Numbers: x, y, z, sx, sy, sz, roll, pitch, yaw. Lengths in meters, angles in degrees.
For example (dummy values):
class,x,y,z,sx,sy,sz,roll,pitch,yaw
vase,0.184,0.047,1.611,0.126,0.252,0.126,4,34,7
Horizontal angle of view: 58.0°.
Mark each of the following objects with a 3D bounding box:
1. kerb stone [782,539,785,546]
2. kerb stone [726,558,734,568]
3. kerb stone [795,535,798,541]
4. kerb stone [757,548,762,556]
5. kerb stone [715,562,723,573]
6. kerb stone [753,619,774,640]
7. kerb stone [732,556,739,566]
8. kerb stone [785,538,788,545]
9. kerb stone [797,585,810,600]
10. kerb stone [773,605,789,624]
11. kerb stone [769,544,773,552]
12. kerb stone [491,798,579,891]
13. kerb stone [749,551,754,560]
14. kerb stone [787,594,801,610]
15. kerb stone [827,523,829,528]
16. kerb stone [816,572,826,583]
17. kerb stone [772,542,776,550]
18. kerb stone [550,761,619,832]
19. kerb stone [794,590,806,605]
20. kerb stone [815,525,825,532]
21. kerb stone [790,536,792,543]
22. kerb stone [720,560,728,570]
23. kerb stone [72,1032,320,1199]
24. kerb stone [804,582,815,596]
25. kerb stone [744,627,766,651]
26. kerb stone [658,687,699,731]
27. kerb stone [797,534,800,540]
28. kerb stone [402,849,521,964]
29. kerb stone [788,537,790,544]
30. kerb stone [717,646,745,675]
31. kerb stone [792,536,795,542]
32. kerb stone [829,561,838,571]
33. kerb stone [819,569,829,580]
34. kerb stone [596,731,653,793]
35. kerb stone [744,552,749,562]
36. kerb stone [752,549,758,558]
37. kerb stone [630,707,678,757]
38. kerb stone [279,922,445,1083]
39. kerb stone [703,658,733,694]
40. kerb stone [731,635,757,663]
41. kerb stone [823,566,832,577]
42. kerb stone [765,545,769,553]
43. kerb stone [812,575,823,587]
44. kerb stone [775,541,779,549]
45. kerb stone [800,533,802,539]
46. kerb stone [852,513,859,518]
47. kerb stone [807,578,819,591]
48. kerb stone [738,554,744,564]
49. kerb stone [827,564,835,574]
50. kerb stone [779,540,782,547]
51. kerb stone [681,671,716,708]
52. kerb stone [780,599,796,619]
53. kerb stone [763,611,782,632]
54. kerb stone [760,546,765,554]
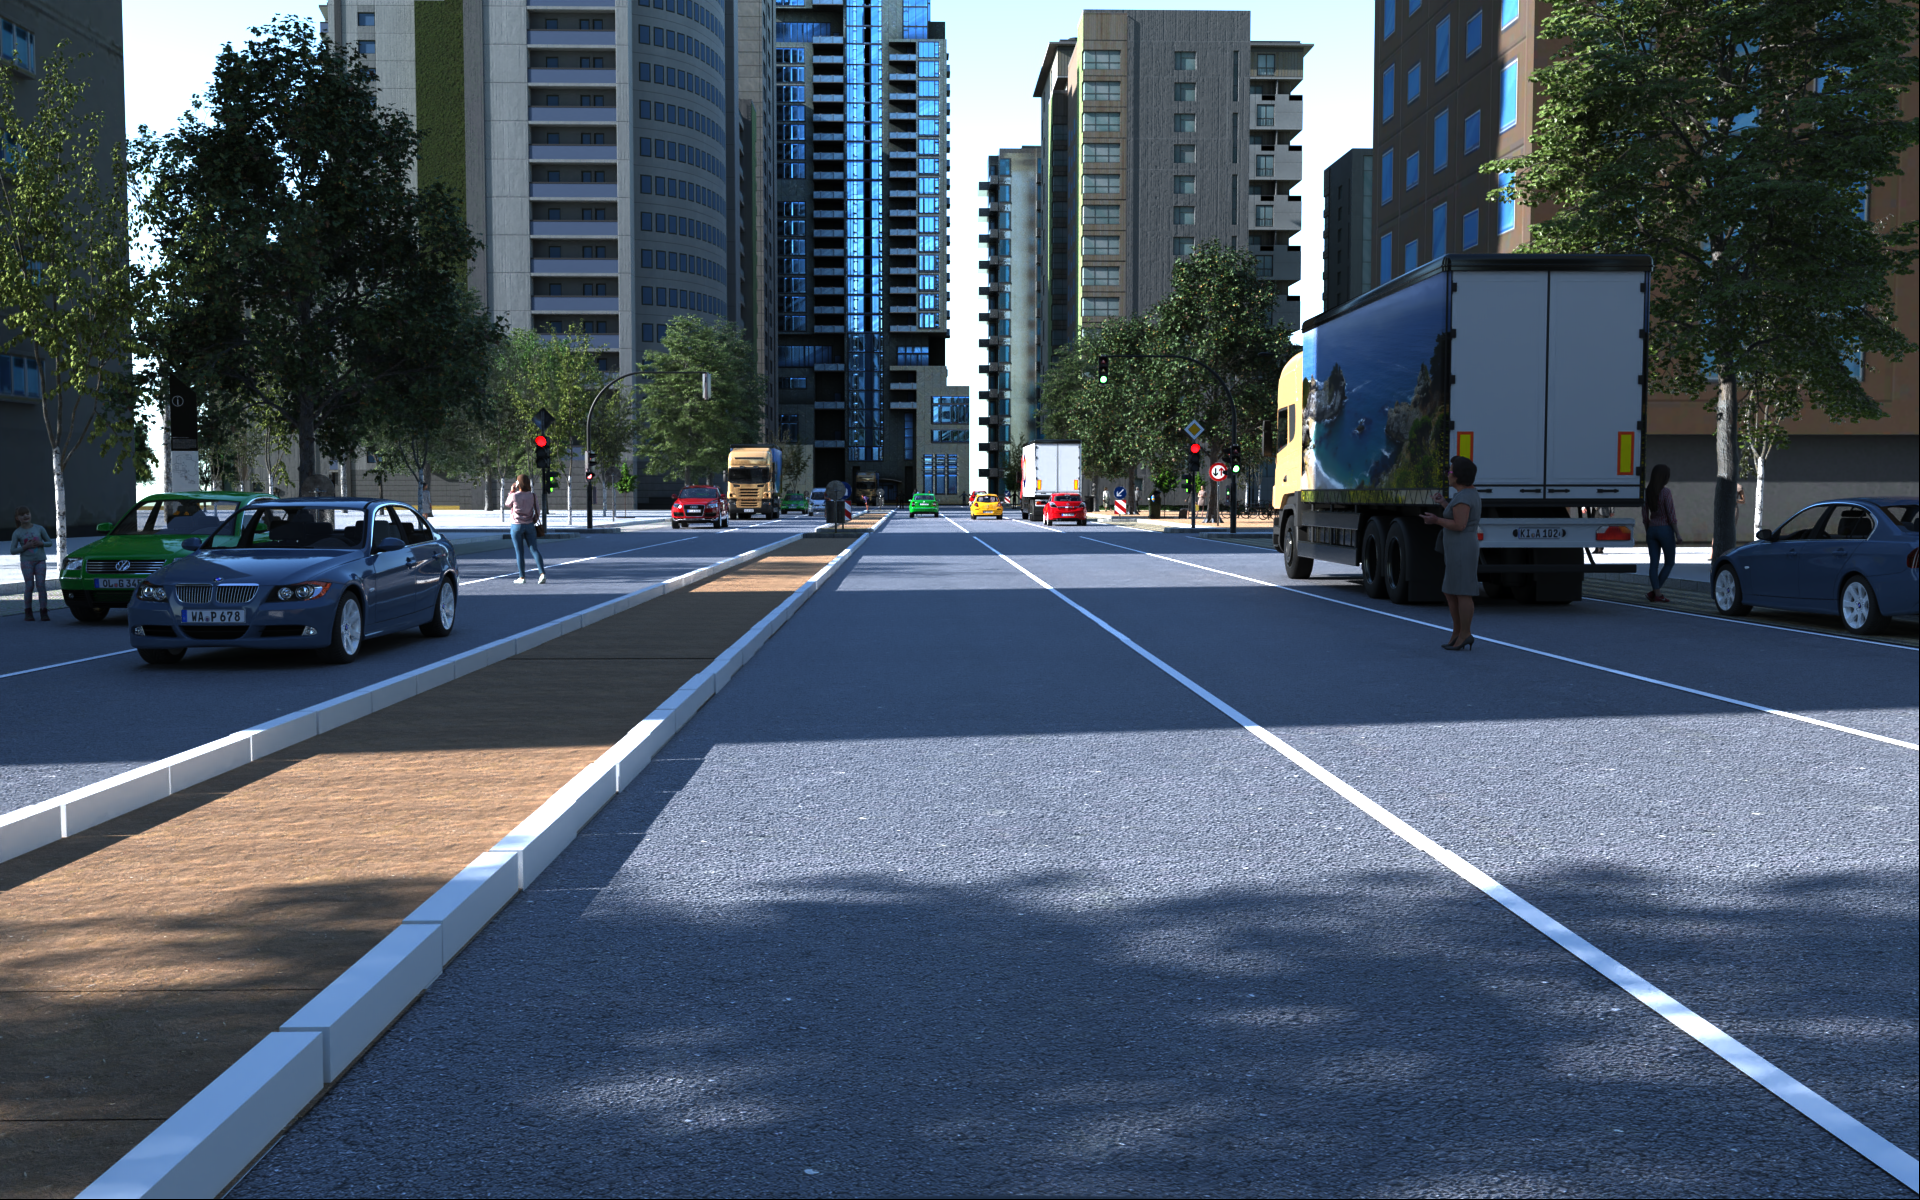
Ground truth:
class,x,y,z,sx,sy,sz,roll,pitch,yaw
kerb stone,-4.872,-1.495,46.631,0.120,0.150,1.000,0,4,-2
kerb stone,-4.513,-0.680,33.315,0.120,0.150,1.000,0,4,-2
kerb stone,-5.024,-1.807,51.747,0.120,0.150,1.000,0,4,-2
kerb stone,-4.681,-1.054,39.457,0.120,0.150,1.000,0,4,-2
kerb stone,-4.445,-0.547,31.264,0.120,0.150,1.000,0,4,-2
kerb stone,-1.951,0.318,16.997,0.120,0.150,1.000,0,4,-2
kerb stone,-4.538,-0.740,34.341,0.120,0.150,1.000,0,4,-2
kerb stone,-4.906,-1.551,47.660,0.120,0.150,1.000,0,4,-2
kerb stone,-2.124,-0.059,23.167,0.120,0.150,1.000,0,4,-2
kerb stone,-2.004,0.192,19.059,0.120,0.150,1.000,0,4,-2
kerb stone,-4.762,-1.243,42.522,0.120,0.150,1.000,0,4,-2
kerb stone,-1.650,0.945,6.742,0.120,0.150,1.000,0,4,-2
kerb stone,-4.619,-0.927,37.410,0.120,0.150,1.000,0,4,-2
kerb stone,-2.060,0.066,21.116,0.120,0.150,1.000,0,4,-2
kerb stone,-5.554,-2.959,70.727,0.120,0.150,1.000,0,4,-2
kerb stone,-2.233,-0.311,27.274,0.120,0.150,1.000,0,4,-2
kerb stone,-4.788,-1.306,43.543,0.120,0.150,1.000,0,4,-2
kerb stone,-1.686,0.885,7.763,0.120,0.150,1.000,0,4,-2
kerb stone,-2.089,0.010,22.138,0.120,0.150,1.000,0,4,-2
kerb stone,-5.469,-2.780,67.648,0.120,0.150,1.000,0,4,-2
kerb stone,-4.976,-1.682,49.702,0.120,0.150,1.000,0,4,-2
kerb stone,-4.486,-0.616,32.285,0.120,0.150,1.000,0,4,-2
kerb stone,-1.572,1.138,3.648,0.120,0.150,1.000,0,4,-2
kerb stone,-2.145,-0.122,24.198,0.120,0.150,1.000,0,4,-2
kerb stone,-1.916,0.383,15.972,0.120,0.150,1.000,0,4,-2
kerb stone,-1.771,0.694,10.846,0.120,0.150,1.000,0,4,-2
kerb stone,-5.052,-1.870,52.772,0.120,0.150,1.000,0,4,-2
kerb stone,-1.631,1.008,5.710,0.120,0.150,1.000,0,4,-2
kerb stone,-4.935,-1.620,48.681,0.120,0.150,1.000,0,4,-2
kerb stone,-1.859,0.507,13.923,0.120,0.150,1.000,0,4,-2
kerb stone,-4.993,-1.745,50.726,0.120,0.150,1.000,0,4,-2
kerb stone,-2.343,-0.562,31.377,0.120,0.150,1.000,0,4,-2
kerb stone,-2.265,-0.370,28.302,0.120,0.150,1.000,0,4,-2
kerb stone,-1.703,0.820,8.785,0.120,0.150,1.000,0,4,-2
kerb stone,-4.589,-0.868,36.387,0.120,0.150,1.000,0,4,-2
kerb stone,-4.648,-0.993,38.433,0.120,0.150,1.000,0,4,-2
kerb stone,-1.743,0.759,9.823,0.120,0.150,1.000,0,4,-2
kerb stone,-1.595,1.074,4.678,0.120,0.150,1.000,0,4,-2
kerb stone,-1.820,0.570,12.902,0.120,0.150,1.000,0,4,-2
kerb stone,-1.883,0.443,14.950,0.120,0.150,1.000,0,4,-2
kerb stone,-2.295,-0.434,29.327,0.120,0.150,1.000,0,4,-2
kerb stone,-4.745,-1.180,41.500,0.120,0.150,1.000,0,4,-2
kerb stone,-2.202,-0.248,26.248,0.120,0.150,1.000,0,4,-2
kerb stone,-4.814,-1.369,44.571,0.120,0.150,1.000,0,4,-2
kerb stone,-5.075,-1.930,53.801,0.120,0.150,1.000,0,4,-2
kerb stone,-6.690,-5.413,110.697,0.120,0.150,1.000,0,4,-2
kerb stone,-2.178,-0.184,25.221,0.120,0.150,1.000,0,4,-2
kerb stone,-4.565,-0.800,35.365,0.120,0.150,1.000,0,4,-2
kerb stone,-2.320,-0.499,30.349,0.120,0.150,1.000,0,4,-2
kerb stone,-4.852,-1.431,45.599,0.120,0.150,1.000,0,4,-2
kerb stone,-1.806,0.631,11.879,0.120,0.150,1.000,0,4,-2
kerb stone,-2.025,0.129,20.084,0.120,0.150,1.000,0,4,-2
kerb stone,-1.974,0.255,18.031,0.120,0.150,1.000,0,4,-2
kerb stone,-4.710,-1.118,40.478,0.120,0.150,1.000,0,4,-2
